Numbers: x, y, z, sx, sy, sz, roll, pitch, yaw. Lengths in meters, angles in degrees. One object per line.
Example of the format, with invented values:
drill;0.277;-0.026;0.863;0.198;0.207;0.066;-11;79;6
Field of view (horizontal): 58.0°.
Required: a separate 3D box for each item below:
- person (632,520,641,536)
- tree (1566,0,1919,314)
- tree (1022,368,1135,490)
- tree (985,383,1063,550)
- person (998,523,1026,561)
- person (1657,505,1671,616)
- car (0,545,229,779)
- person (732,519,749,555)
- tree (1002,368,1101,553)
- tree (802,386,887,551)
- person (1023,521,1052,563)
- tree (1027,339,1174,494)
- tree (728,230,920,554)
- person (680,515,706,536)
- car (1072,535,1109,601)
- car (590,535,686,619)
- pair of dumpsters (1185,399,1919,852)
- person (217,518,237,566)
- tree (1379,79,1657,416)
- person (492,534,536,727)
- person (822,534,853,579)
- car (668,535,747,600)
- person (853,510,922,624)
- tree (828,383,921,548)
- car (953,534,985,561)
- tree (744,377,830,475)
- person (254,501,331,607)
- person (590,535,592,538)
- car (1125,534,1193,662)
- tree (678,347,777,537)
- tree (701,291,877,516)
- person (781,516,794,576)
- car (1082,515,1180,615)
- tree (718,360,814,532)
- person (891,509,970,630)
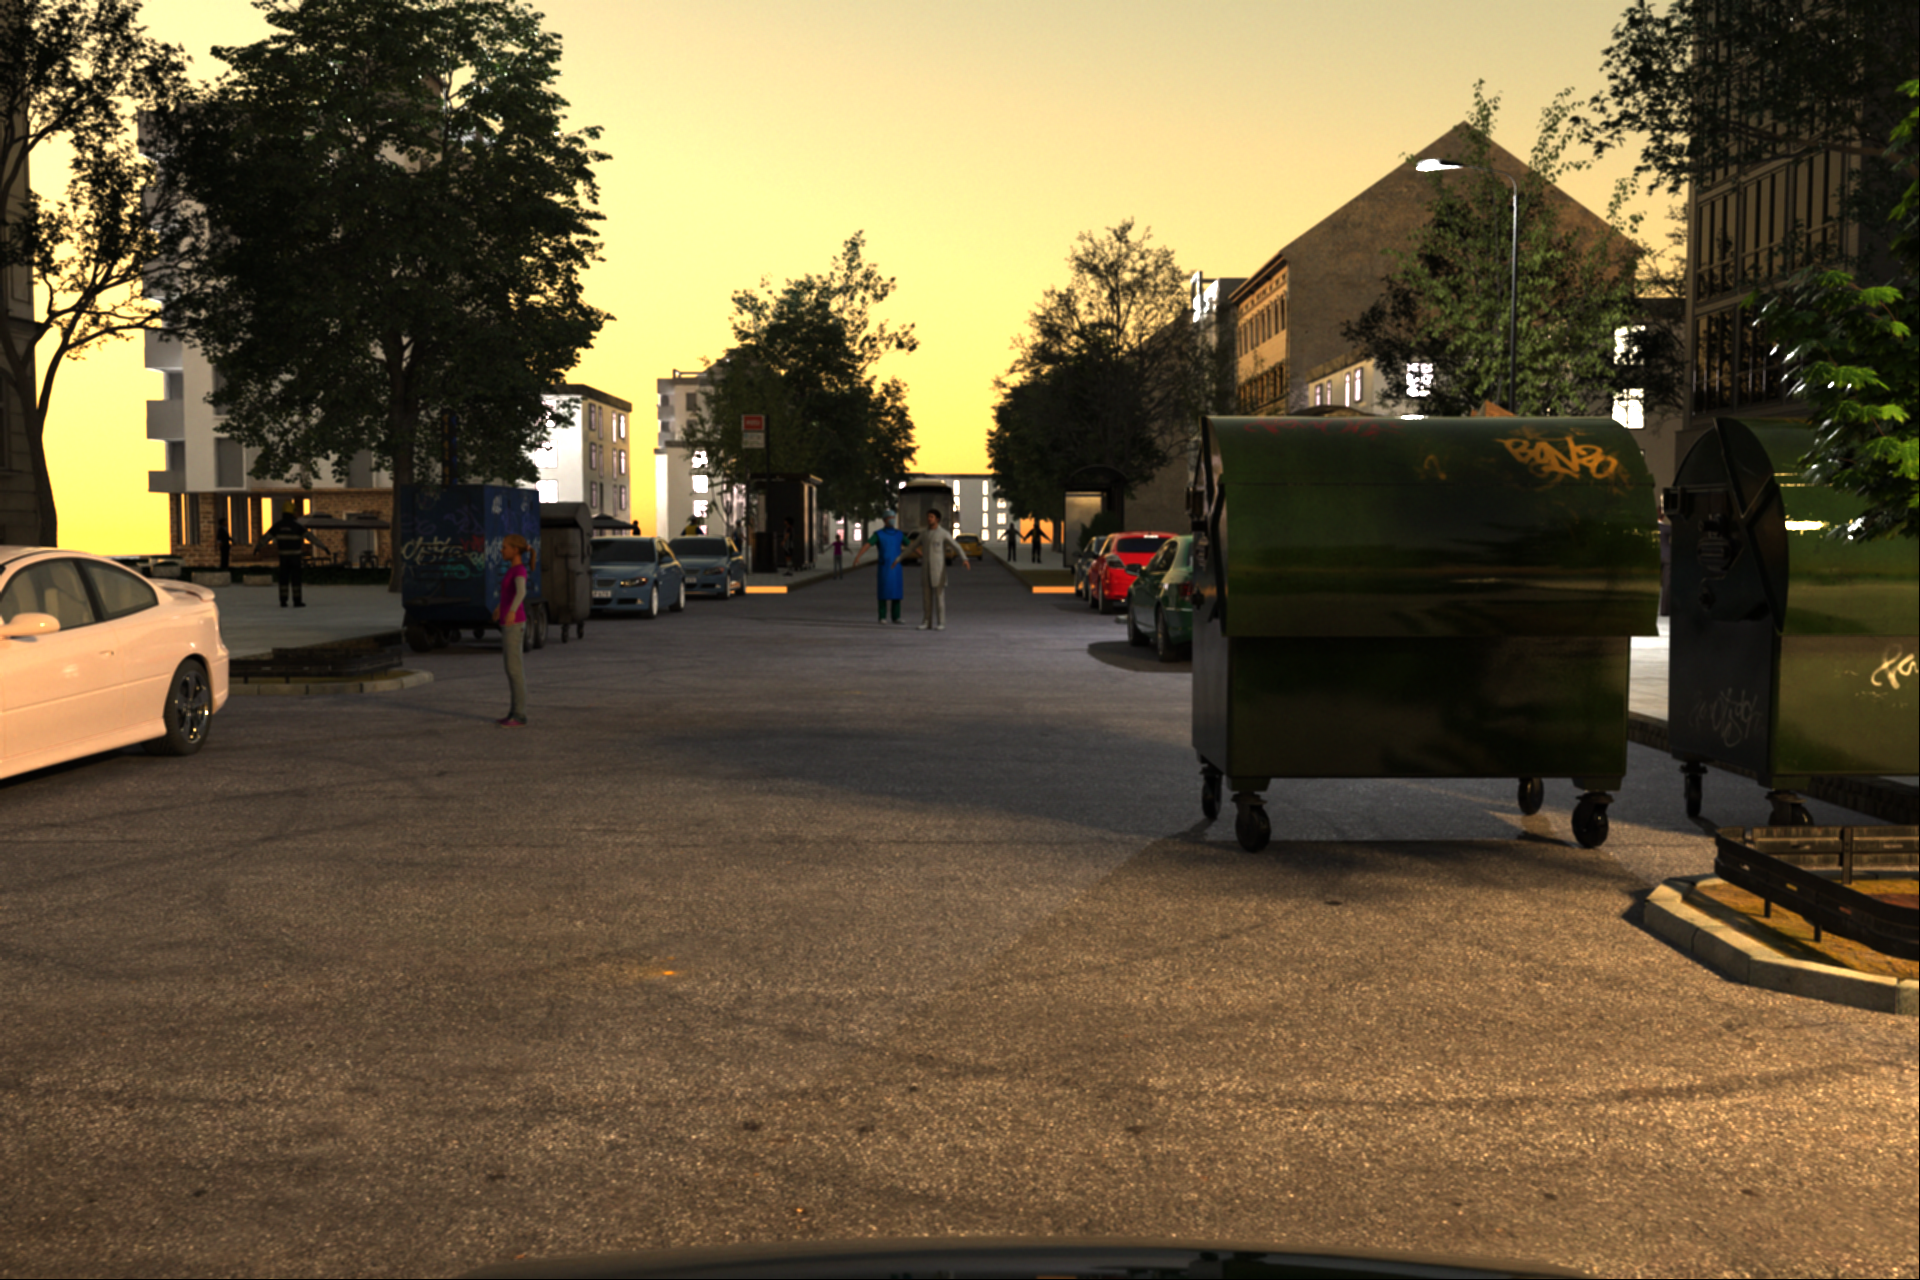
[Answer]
person;-12.270;-3.622;65.451;0.704;1.802;1.346;0;4;5
tree;9.130;-4.904;14.599;8.767;10.594;7.601;3;5;42
tree;7.266;-10.844;103.058;9.928;11.665;9.643;0;3;0
tree;6.439;-14.449;142.901;9.857;13.997;8.962;0;3;0
person;2.438;-4.598;81.313;1.348;1.813;0.705;0;4;2
person;11.086;-1.239;27.105;0.742;1.727;0.445;0;4;6
car;-5.895;0.151;9.895;2.083;1.381;4.827;0;4;0
person;-8.400;-3.669;65.849;0.705;1.847;1.347;-2;4;-32
tree;6.679;-12.154;116.850;7.486;12.596;7.792;0;3;0
tree;-9.154;-13.102;132.340;7.486;12.596;7.792;0;3;0
person;3.392;-4.339;76.723;1.354;1.856;0.705;2;4;24
tree;6.713;-9.106;83.296;7.601;10.594;8.767;-1;4;-21
tree;-8.543;-15.491;109.162;12.611;20.169;13.585;0;3;0
person;-7.532;-2.641;49.152;1.349;1.833;0.705;2;4;31
car;3.510;-1.611;38.336;2.014;1.417;4.499;0;3;0
car;-5.984;-1.142;30.667;2.014;1.417;4.499;0;4;0
pair of dumpsters;3.314;-0.205;8.295;4.436;2.255;1.574;0;4;-1
person;-20.991;-2.623;49.604;0.721;1.740;1.216;0;4;-3
tree;9.206;-4.798;28.806;4.737;8.622;4.395;0;3;0
person;-3.396;-0.075;12.942;0.599;1.433;0.991;-1;4;-20
person;-3.876;-2.635;54.804;0.991;1.433;0.599;-1;4;-15
car;-5.888;-1.664;39.210;2.014;1.417;4.499;0;4;0
person;-1.107;-1.162;27.575;1.347;1.817;0.704;-2;4;-26
tree;-8.171;-14.701;147.011;9.857;13.997;8.962;0;3;0
car;0.360;-5.197;95.191;2.015;1.641;3.980;0;4;0
tree;-8.339;-7.979;80.827;4.737;8.622;4.395;0;3;0
person;-11.781;-1.511;30.476;1.351;1.858;0.704;0;3;0
person;-17.870;-4.613;81.563;1.346;1.812;0.704;-2;4;-29
car;3.110;-0.549;20.769;2.131;1.459;4.920;0;4;-1
tree;-9.284;-7.248;68.864;4.737;8.622;4.395;0;3;0
tree;-8.938;-11.372;92.592;9.857;13.997;8.962;0;3;0
person;-5.300;-2.885;53.310;0.704;1.843;1.345;0;4;3
car;3.387;-1.422;32.286;2.155;1.783;4.494;0;4;0
tree;-8.635;-7.593;74.509;4.737;8.622;4.395;0;3;0
person;-0.411;-1.056;25.902;1.347;1.806;0.705;2;4;29
